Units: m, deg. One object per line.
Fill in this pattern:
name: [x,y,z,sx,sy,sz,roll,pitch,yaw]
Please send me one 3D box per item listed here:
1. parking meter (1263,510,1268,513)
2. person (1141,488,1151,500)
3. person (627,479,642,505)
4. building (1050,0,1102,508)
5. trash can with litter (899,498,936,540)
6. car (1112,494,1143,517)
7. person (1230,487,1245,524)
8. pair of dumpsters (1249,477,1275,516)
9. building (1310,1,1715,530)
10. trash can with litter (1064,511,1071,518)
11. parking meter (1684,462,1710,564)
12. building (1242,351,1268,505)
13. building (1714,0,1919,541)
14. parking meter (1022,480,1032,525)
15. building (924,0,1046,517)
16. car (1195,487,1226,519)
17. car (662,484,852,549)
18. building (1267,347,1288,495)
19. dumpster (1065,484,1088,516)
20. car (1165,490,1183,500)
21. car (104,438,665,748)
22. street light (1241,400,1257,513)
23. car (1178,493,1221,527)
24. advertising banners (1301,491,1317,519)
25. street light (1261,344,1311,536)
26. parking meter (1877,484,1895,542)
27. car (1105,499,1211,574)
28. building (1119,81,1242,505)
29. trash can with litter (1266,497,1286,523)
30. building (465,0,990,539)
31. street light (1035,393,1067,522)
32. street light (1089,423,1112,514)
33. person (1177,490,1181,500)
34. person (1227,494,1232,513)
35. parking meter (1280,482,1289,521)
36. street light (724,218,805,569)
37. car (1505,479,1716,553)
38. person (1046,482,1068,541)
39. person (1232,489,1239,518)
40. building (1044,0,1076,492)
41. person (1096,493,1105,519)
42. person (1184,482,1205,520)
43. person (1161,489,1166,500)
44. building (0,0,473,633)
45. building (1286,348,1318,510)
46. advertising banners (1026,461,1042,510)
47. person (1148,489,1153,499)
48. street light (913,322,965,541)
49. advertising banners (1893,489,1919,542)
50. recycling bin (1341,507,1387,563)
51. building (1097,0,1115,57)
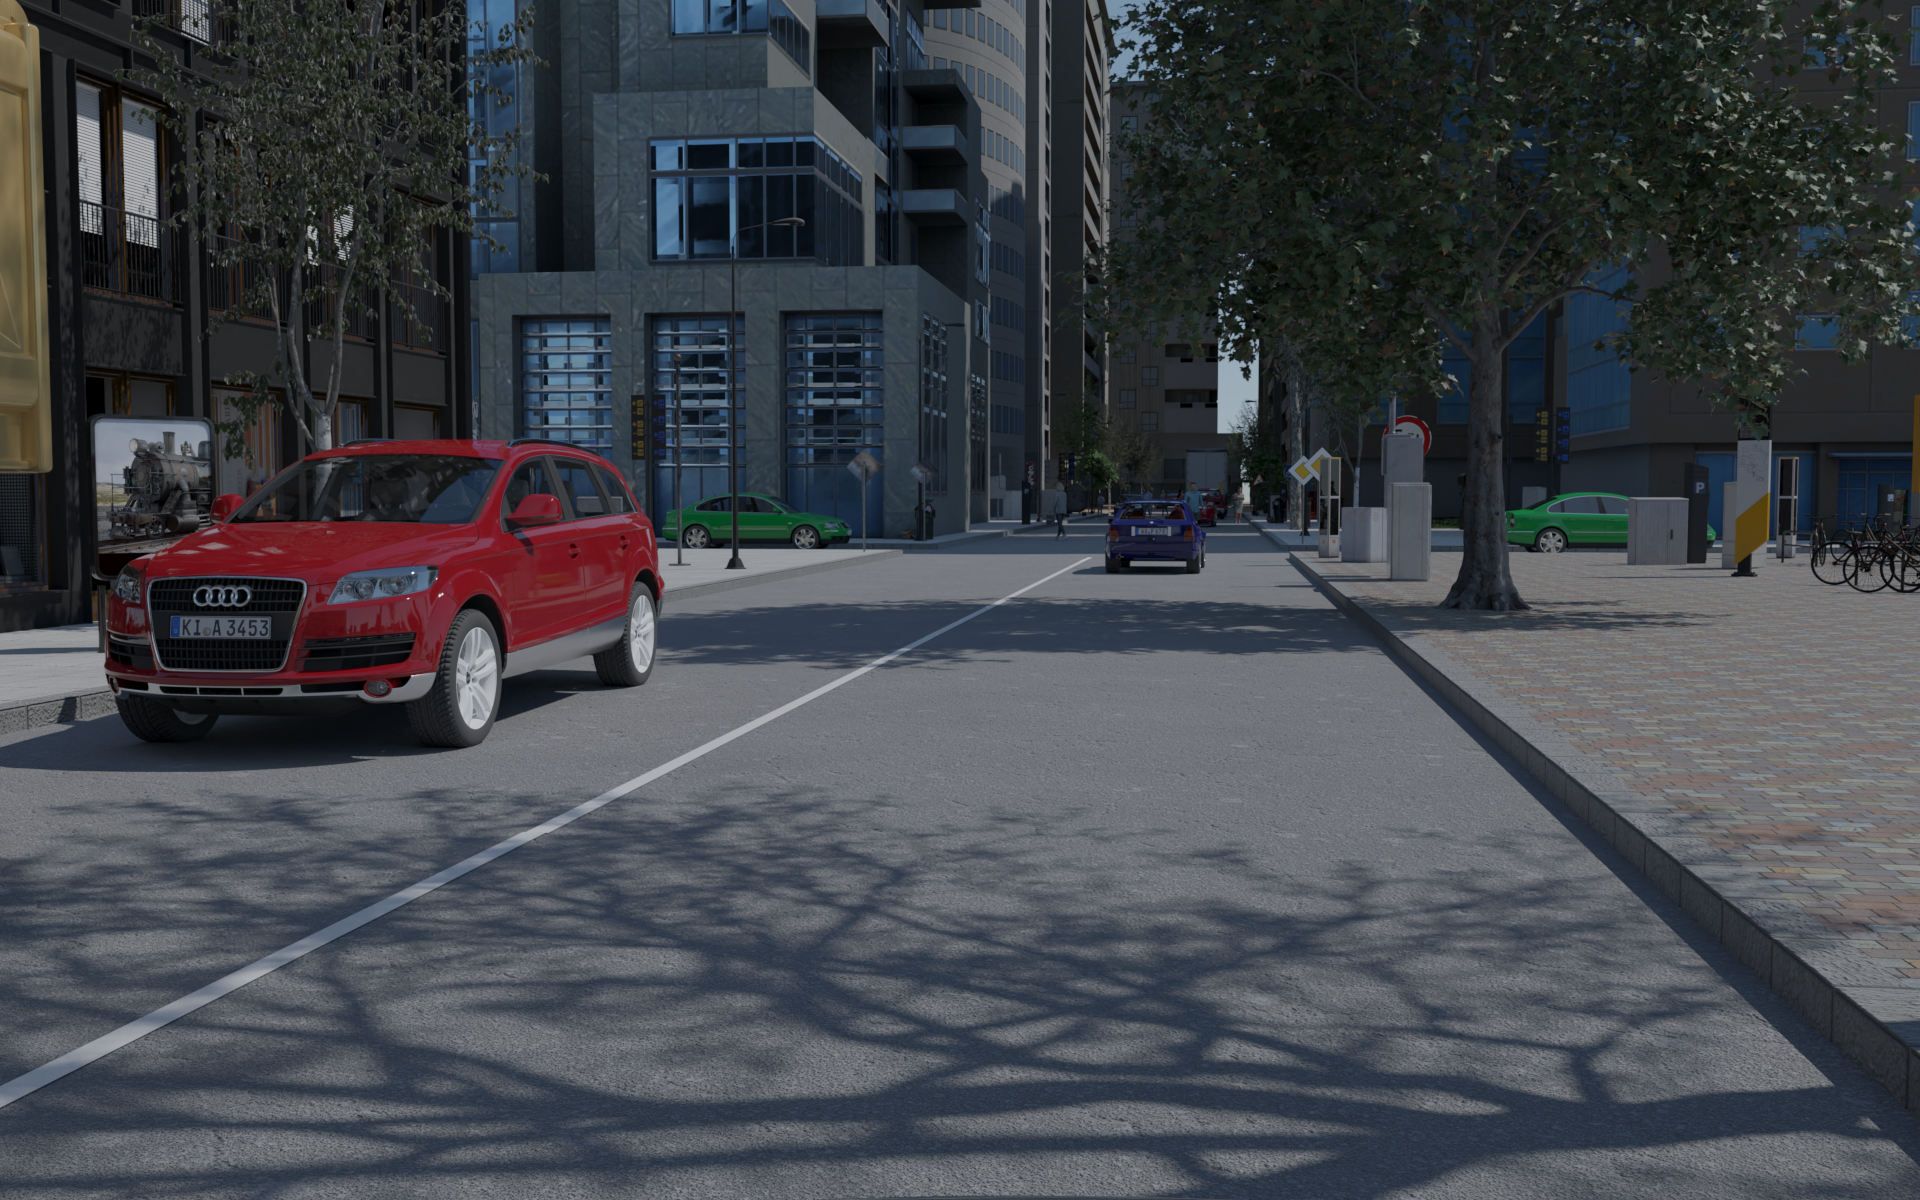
parking meter: [20.531,-6.593,116.203,0.372,1.533,0.369,0,3,0]
person: [10.363,-5.341,96.096,0.793,1.790,0.793,-1,4,-16]
person: [-8.239,-2.150,43.832,0.526,1.800,0.537,0,4,-3]
building: [1.090,-32.376,153.046,21.300,48.544,21.600,1,4,8]
trash can with litter: [-1.217,-2.276,48.592,1.055,1.170,0.624,1,4,20]
car: [9.966,-5.604,101.405,2.009,1.686,4.222,1,4,9]
person: [13.405,-4.571,83.587,0.716,1.782,0.532,0,4,-7]
pair of dumpsters: [17.950,-6.115,102.478,1.574,2.255,4.437,1,4,9]
building: [22.241,-25.820,72.275,14.600,45.320,14.200,1,4,8]
trash can with litter: [4.954,-4.723,88.604,1.055,1.170,0.624,3,4,37]
parking meter: [13.574,-1.604,31.939,0.399,1.863,0.255,-1,4,-9]
building: [49.394,-34.126,212.576,28.867,44.769,22.147,1,4,8]
building: [26.919,-24.596,52.261,14.200,45.320,14.600,1,4,8]
parking meter: [2.802,-4.109,72.888,0.399,1.863,0.255,0,4,-3]
building: [-6.805,-34.236,101.764,21.231,58.520,28.212,1,4,8]
car: [14.201,-5.572,99.772,2.281,1.827,5.304,0,4,7]
car: [-5.085,-2.126,43.563,4.718,1.807,1.959,0,4,7]
building: [42.868,-33.906,178.063,21.300,48.544,21.600,1,4,8]
dumpster: [6.664,-5.764,99.992,1.264,1.857,1.865,1,4,9]
car: [21.366,-10.003,172.228,2.281,1.827,5.304,0,4,7]
car: [-3.535,-0.177,11.567,2.281,1.827,5.304,0,4,7]
street light: [14.771,-6.918,85.655,1.470,5.913,1.316,1,4,8]
car: [10.386,-4.116,76.333,2.155,1.783,4.494,1,4,10]
advertising banners: [17.778,-5.583,87.462,2.074,3.025,0.090,2,4,33]
street light: [10.041,-4.922,53.011,1.470,5.913,1.316,1,4,8]
parking meter: [23.477,-2.173,43.946,0.372,1.533,0.369,0,3,0]
car: [3.716,-1.223,32.573,1.945,1.354,3.894,1,4,10]
building: [22.151,-38.623,220.719,27.495,52.752,28.713,1,4,8]
trash can with litter: [13.791,-3.941,75.828,0.624,1.170,1.055,-2,4,-26]
building: [-9.956,-45.918,63.429,22.319,86.520,31.000,1,4,8]
street light: [4.199,-6.553,79.686,1.470,5.913,1.316,1,4,8]
street light: [9.130,-8.562,112.532,1.470,5.913,1.316,1,4,8]
person: [19.818,-9.005,155.686,0.705,1.831,1.348,-1,4,-22]
person: [19.910,-7.375,129.814,1.217,1.736,0.721,0,4,3]
parking meter: [15.249,-4.635,81.496,0.399,1.863,0.255,1,4,18]
street light: [-3.309,-3.476,29.375,1.470,5.913,1.316,1,4,8]
car: [14.828,-1.895,39.788,4.718,1.807,1.959,0,4,8]
person: [3.032,-2.736,53.408,0.709,1.800,0.728,-3,4,-38]
person: [16.776,-5.863,105.198,0.563,1.720,0.643,1,4,18]
building: [-1.497,-42.397,131.442,20.563,71.187,20.611,1,4,8]
person: [7.907,-5.309,97.891,0.523,1.515,0.503,2,4,32]
person: [7.617,-2.932,56.453,0.660,1.820,0.620,-1,4,-12]
person: [13.005,-6.182,110.159,0.643,1.750,0.593,0,4,5]
building: [-14.468,-11.530,18.198,12.332,23.373,15.834,1,4,8]
building: [39.451,-17.535,131.739,27.650,21.520,28.899,1,4,8]
advertising banners: [4.510,-5.852,91.860,2.074,3.025,0.090,0,4,-1]
person: [13.105,-6.769,119.736,0.480,1.755,0.524,-2,4,-26]
street light: [-0.552,-4.557,47.045,1.470,5.913,1.316,1,4,8]
advertising banners: [24.704,-2.933,44.138,0.090,3.025,2.074,-3,4,-39]
recycling bin: [7.685,-1.229,32.642,0.722,1.027,0.722,-2,4,-34]
building: [1.752,-36.192,180.983,27.495,52.752,28.713,1,4,8]
